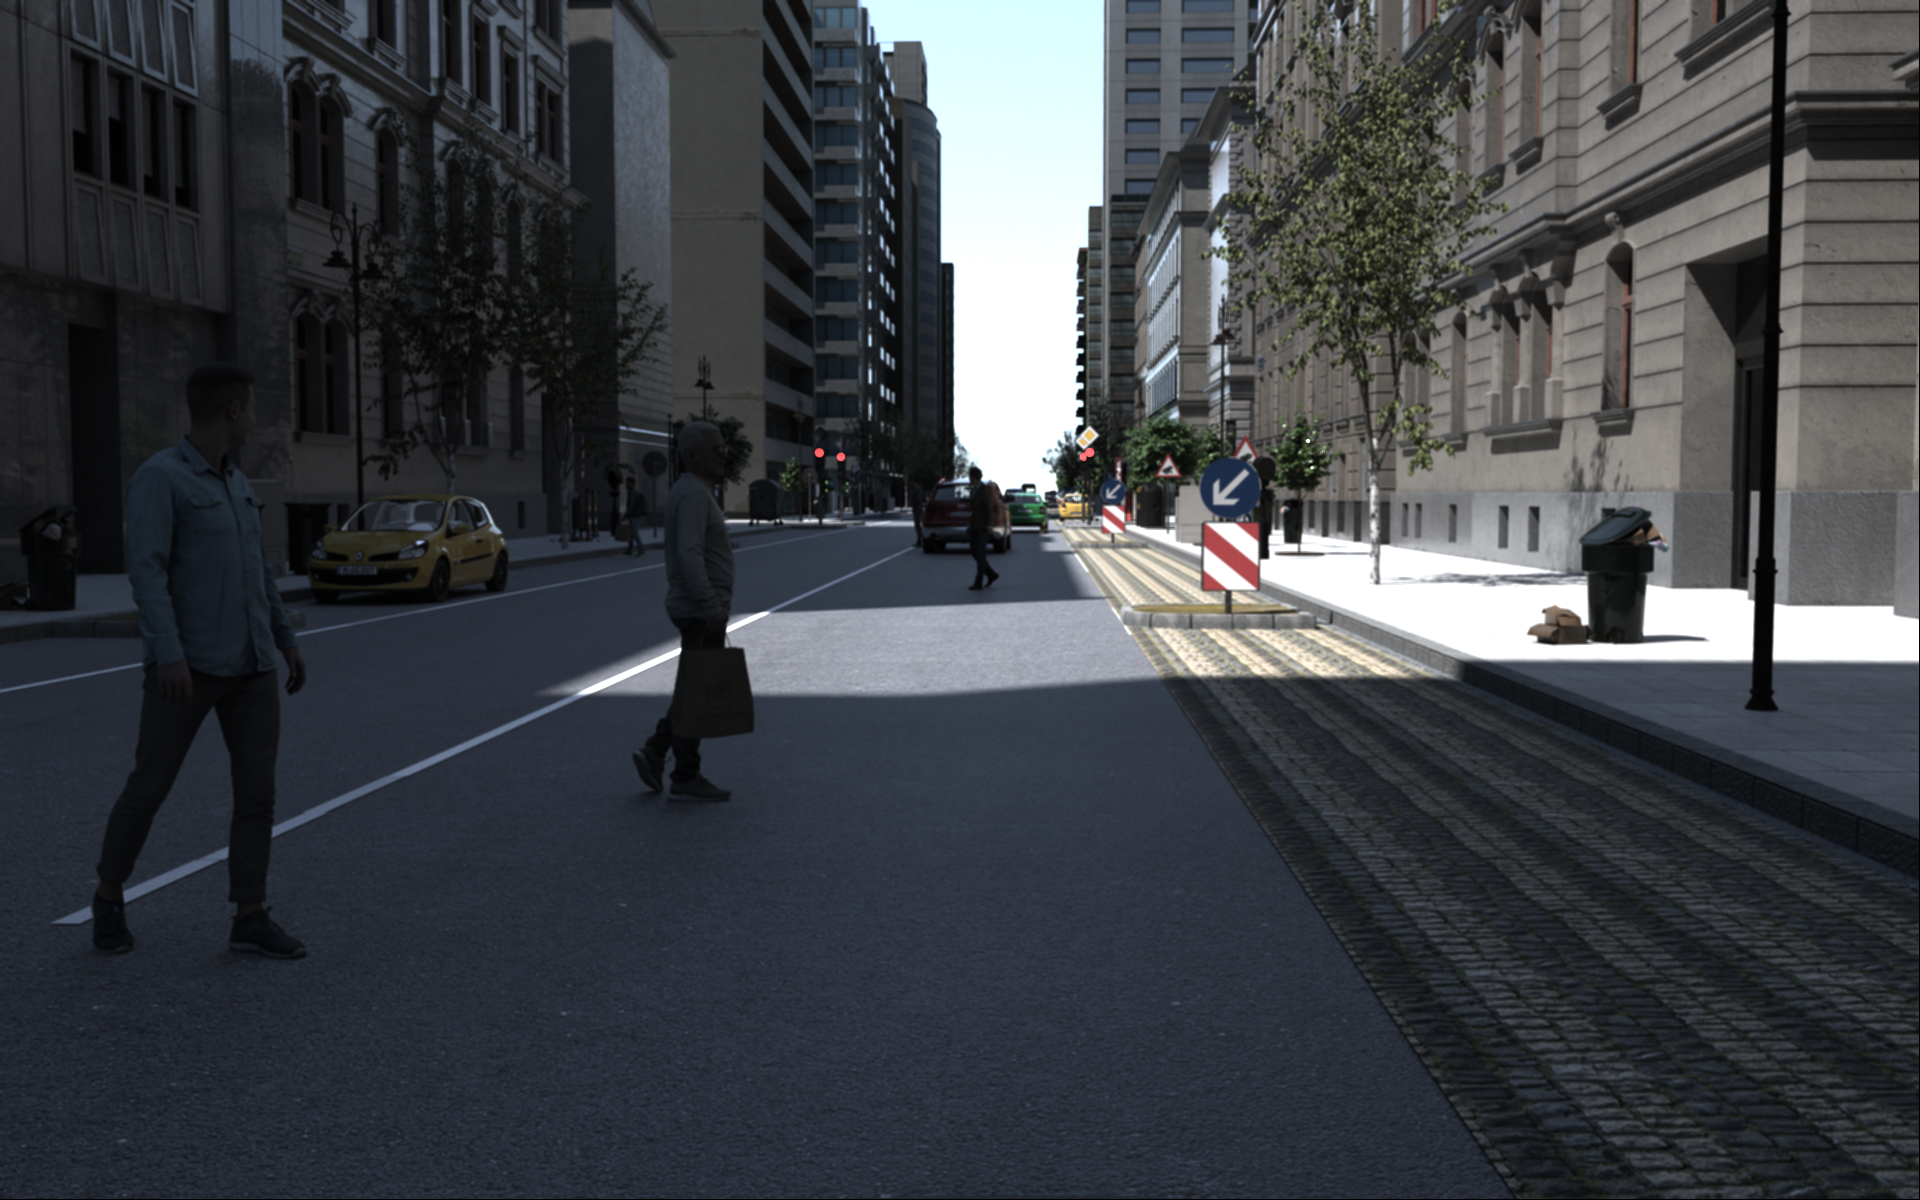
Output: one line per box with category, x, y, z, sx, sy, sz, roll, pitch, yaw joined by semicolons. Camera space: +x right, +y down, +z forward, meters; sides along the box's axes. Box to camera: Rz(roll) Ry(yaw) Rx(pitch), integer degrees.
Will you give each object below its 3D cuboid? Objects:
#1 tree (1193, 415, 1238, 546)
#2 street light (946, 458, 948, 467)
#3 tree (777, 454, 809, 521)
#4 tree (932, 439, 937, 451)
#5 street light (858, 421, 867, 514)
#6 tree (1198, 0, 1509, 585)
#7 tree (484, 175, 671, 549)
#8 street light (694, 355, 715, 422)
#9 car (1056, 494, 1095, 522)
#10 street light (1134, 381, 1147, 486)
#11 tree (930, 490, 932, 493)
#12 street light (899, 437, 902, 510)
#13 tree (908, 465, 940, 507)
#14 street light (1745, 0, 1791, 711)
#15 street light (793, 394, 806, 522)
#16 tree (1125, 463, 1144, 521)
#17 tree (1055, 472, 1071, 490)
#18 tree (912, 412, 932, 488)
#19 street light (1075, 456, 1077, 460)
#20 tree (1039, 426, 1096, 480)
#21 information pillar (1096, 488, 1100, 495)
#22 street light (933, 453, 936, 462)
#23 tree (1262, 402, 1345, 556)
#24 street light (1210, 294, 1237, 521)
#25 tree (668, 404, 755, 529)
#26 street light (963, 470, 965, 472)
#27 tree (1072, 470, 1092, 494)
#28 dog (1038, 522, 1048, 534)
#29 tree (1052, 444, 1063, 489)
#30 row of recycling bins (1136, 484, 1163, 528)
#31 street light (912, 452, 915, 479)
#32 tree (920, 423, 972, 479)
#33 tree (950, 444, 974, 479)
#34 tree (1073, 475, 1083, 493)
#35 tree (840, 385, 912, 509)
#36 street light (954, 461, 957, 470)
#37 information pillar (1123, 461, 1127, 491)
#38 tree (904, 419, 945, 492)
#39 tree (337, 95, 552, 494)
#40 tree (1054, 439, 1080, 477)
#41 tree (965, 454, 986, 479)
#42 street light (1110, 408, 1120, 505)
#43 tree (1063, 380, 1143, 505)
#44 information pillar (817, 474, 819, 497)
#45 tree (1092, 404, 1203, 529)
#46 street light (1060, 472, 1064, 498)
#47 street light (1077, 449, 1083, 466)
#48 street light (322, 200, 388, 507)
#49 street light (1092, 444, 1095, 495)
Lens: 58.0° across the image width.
tree;6.228;-2.948;42.793;1.663;3.219;1.824;0;3;0
street light;-1.641;-14.990;217.868;0.468;5.910;1.993;0;4;2
tree;-7.876;-5.406;82.989;1.663;3.219;1.824;0;3;0
tree;-4.439;-12.132;148.727;4.360;8.622;3.978;0;3;0
street light;-6.182;-8.388;109.929;0.468;5.910;1.993;0;4;2
tree;5.702;-4.514;24.170;4.737;8.622;4.395;0;3;0
tree;-9.112;-5.491;40.148;4.737;8.622;4.395;0;3;0
street light;-8.470;-5.184;57.553;0.468;5.910;1.993;0;4;2
car;6.004;-4.865;89.766;2.015;1.641;3.980;0;4;2
street light;7.340;-5.988;70.695;0.468;5.910;1.993;0;4;2
tree;-2.831;-12.231;194.573;1.663;3.219;1.824;0;3;0
street light;-4.771;-10.282;140.890;0.468;5.910;1.993;0;4;2
tree;-3.697;-11.785;176.401;4.285;4.588;4.351;0;3;0
street light;4.775;-2.285;10.141;0.468;5.910;1.993;0;4;2
street light;-7.370;-6.556;79.977;0.468;5.910;1.993;0;4;2
tree;8.359;-5.364;82.300;1.663;3.219;1.824;0;3;0
tree;14.302;-13.831;209.843;4.285;4.588;4.351;0;3;0
tree;-5.319;-11.233;134.018;4.360;8.622;3.978;0;3;0
street light;11.456;-12.035;169.558;0.468;5.910;1.993;0;4;2
tree;14.775;-18.495;236.806;8.767;10.594;7.601;1;4;15
information pillar;11.630;-8.642;145.795;0.304;2.012;0.304;1;4;13
street light;-2.824;-13.139;187.617;0.468;5.910;1.993;0;4;2
tree;7.128;-2.561;36.476;1.663;3.219;1.824;0;3;0
street light;6.084;-4.123;40.198;0.468;5.910;1.993;0;4;2
tree;-9.109;-4.851;63.024;4.285;4.588;4.351;0;3;0
street light;0.651;-18.142;269.409;0.468;5.910;1.993;0;4;2
tree;10.778;-8.916;129.485;4.285;4.588;4.351;0;3;0
dog;2.967;-2.596;62.643;0.550;0.427;0.748;3;4;39
tree;12.640;-14.978;195.248;4.360;8.622;3.978;0;3;0
row of recycling bins;7.467;-3.718;67.908;1.069;1.692;3.534;0;4;3
street light;-4.194;-11.230;156.394;0.468;5.910;1.993;0;4;2
tree;-2.376;-17.915;227.315;8.767;10.594;7.601;1;4;9
tree;0.068;-18.675;255.692;4.360;8.622;3.978;0;3;0
tree;10.817;-9.583;151.282;1.663;3.219;1.824;0;3;0
tree;-6.357;-10.246;117.884;4.360;8.622;3.978;0;3;0
street light;-0.711;-16.311;239.466;0.468;5.910;1.993;0;4;2
information pillar;11.606;-8.023;122.526;0.504;3.616;0.183;-3;4;-38
tree;-3.629;-13.388;169.257;4.737;8.622;4.395;0;3;0
tree;-9.634;-5.023;32.485;4.360;8.622;3.978;0;3;0
tree;14.099;-16.496;220.077;4.737;8.622;4.395;0;3;0
tree;2.431;-22.000;310.066;4.737;8.622;4.395;0;3;0
street light;8.331;-7.358;93.086;0.468;5.910;1.993;0;4;2
tree;9.358;-9.802;110.624;4.360;8.622;3.978;0;3;0
information pillar;-12.502;-9.821;151.925;0.183;3.616;0.504;2;4;34
tree;7.411;-4.875;63.426;4.285;4.588;4.351;0;3;0
street light;16.359;-18.945;282.537;0.468;5.910;1.993;0;4;2
street light;10.850;-11.069;153.765;0.468;5.910;1.993;0;4;2
street light;-9.587;-3.352;27.598;0.468;5.910;1.993;0;4;2
street light;9.625;-9.231;123.716;0.468;5.910;1.993;0;4;2
